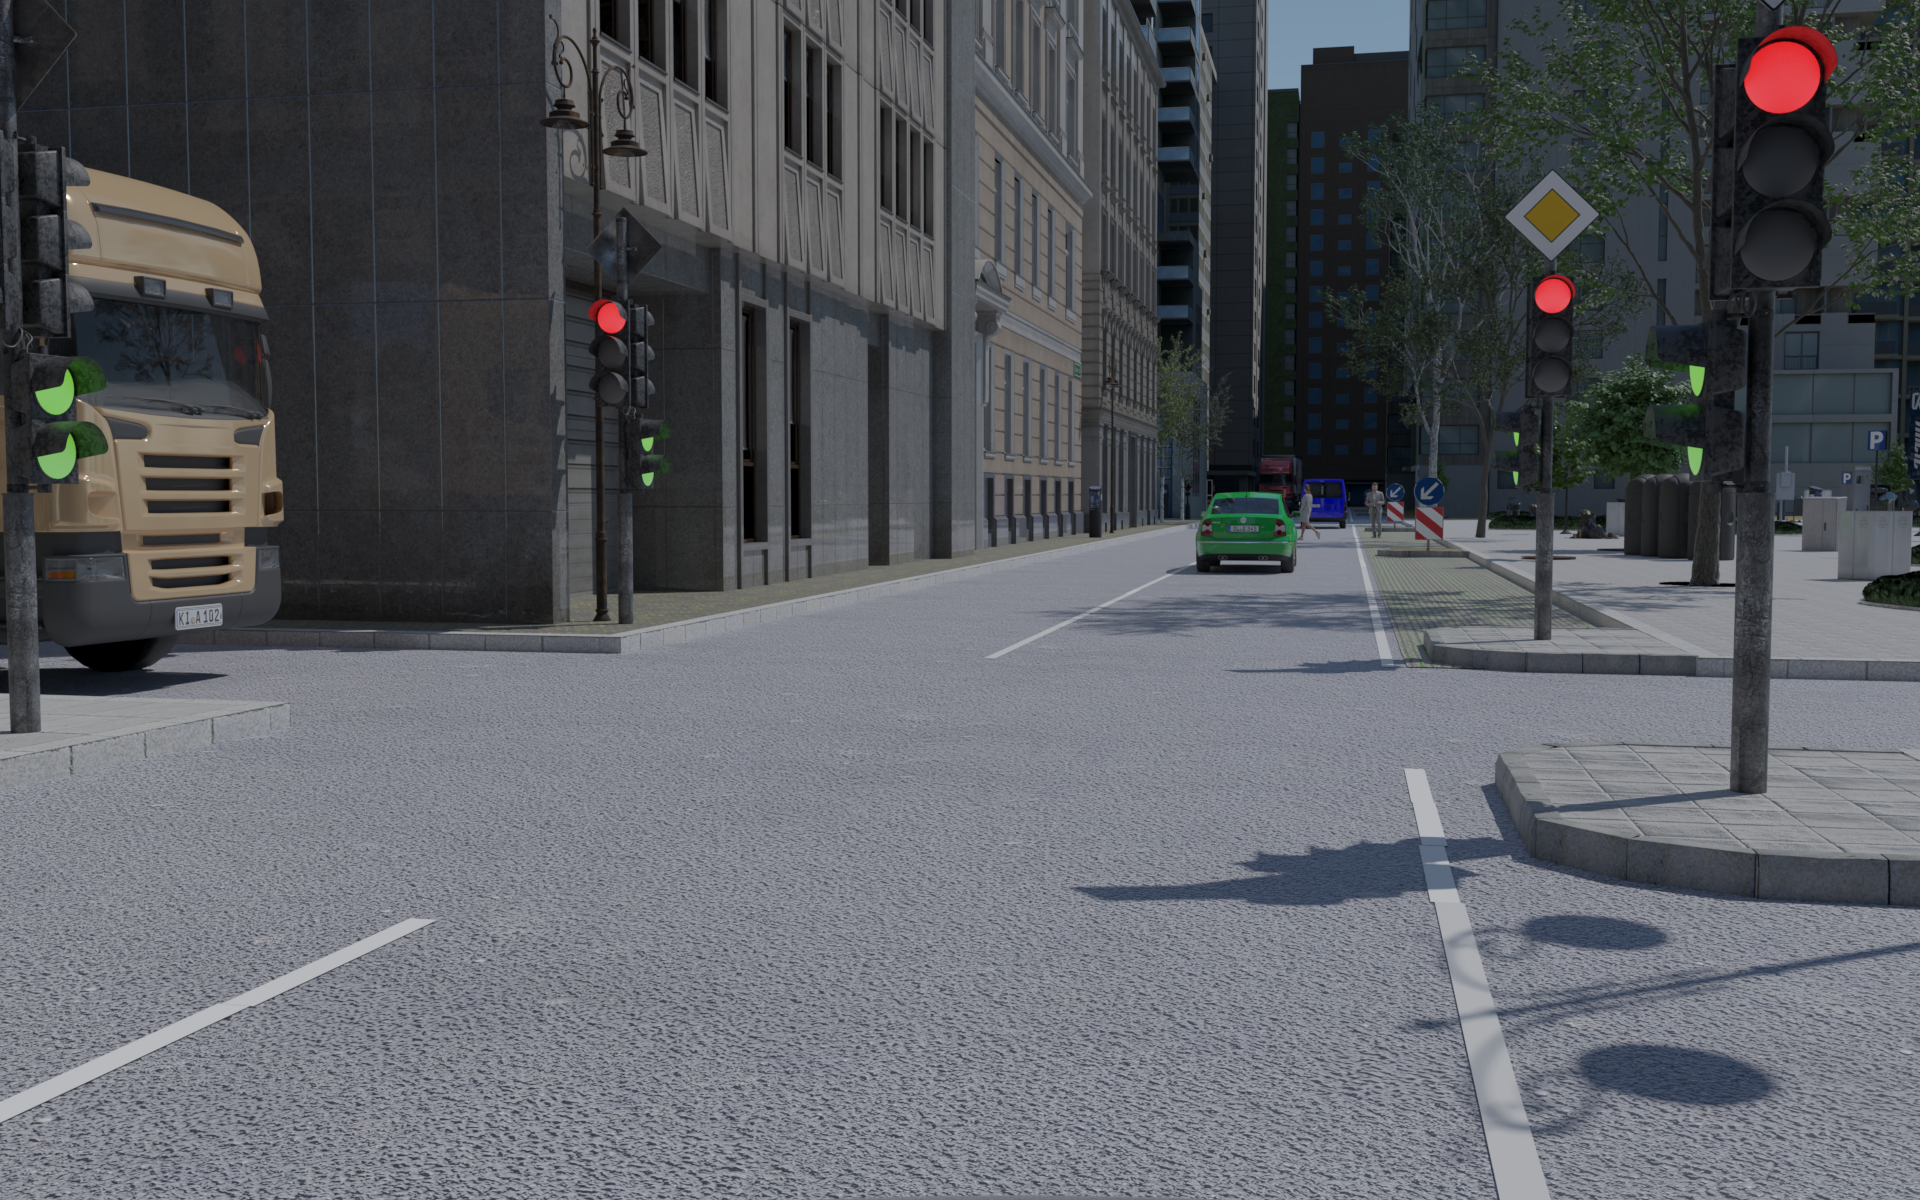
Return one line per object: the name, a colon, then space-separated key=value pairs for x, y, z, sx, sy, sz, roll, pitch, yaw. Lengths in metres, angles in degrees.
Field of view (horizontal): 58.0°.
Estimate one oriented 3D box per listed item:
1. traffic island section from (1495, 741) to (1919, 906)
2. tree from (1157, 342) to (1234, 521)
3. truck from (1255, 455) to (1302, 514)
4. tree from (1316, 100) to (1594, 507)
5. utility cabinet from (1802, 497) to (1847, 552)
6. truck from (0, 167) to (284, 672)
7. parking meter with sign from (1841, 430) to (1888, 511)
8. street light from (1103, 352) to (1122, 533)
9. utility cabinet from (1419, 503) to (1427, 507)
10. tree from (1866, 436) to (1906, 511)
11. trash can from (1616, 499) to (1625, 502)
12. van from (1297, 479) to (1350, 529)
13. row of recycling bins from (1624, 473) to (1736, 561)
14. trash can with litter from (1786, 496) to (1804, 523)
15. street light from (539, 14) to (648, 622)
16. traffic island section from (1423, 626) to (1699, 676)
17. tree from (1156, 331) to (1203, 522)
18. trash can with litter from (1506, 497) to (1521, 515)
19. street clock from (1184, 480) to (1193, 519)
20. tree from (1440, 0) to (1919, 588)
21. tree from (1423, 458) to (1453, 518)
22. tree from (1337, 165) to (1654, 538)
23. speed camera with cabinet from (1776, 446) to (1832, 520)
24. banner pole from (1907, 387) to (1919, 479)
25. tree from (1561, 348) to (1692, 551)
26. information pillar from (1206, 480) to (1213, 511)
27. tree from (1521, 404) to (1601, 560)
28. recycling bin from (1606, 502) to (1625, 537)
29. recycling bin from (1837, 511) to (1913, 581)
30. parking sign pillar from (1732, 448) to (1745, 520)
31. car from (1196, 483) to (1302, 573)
traffic island section: x=3.424 y=0.906 z=7.474 sx=2.009 sy=0.180 sz=2.903 roll=1 pitch=4 yaw=12
tree: x=11.008 y=-8.151 z=83.636 sx=4.360 sy=8.622 sz=3.978 roll=0 pitch=3 yaw=0
truck: x=23.233 y=-8.362 z=125.639 sx=2.839 sy=4.237 sz=11.283 roll=1 pitch=4 yaw=14
tree: x=23.128 y=-13.795 z=81.445 sx=12.611 sy=20.169 sz=13.585 roll=0 pitch=3 yaw=0
utility cabinet: x=19.471 y=-1.705 z=39.047 sx=0.306 sy=1.237 sz=1.020 roll=-1 pitch=4 yaw=-16
truck: x=-10.398 y=-1.525 z=13.853 sx=11.283 sy=4.237 sz=2.839 roll=1 pitch=4 yaw=14
parking meter with sign: x=24.312 y=-3.108 z=47.076 sx=1.738 sy=3.016 sz=0.543 roll=-1 pitch=4 yaw=-23
street light: x=4.969 y=-5.121 z=56.512 sx=0.468 sy=5.910 sz=1.993 roll=1 pitch=4 yaw=12
utility cabinet: x=19.663 y=-3.967 z=73.547 sx=0.318 sy=1.500 sz=1.173 roll=1 pitch=4 yaw=13
tree: x=31.009 y=-3.836 z=57.322 sx=1.663 sy=3.219 sz=1.824 roll=0 pitch=3 yaw=0
trash can: x=20.686 y=-2.568 z=53.632 sx=0.748 sy=1.137 sz=0.748 roll=0 pitch=3 yaw=0
van: x=15.405 y=-4.221 z=73.395 sx=2.240 sy=2.365 sz=5.245 roll=1 pitch=4 yaw=12
row of recycling bins: x=14.474 y=-1.705 z=34.987 sx=1.069 sy=1.692 sz=3.534 roll=0 pitch=4 yaw=-4
trash can with litter: x=37.894 y=-4.064 z=77.507 sx=1.678 sy=1.210 sz=2.233 roll=-2 pitch=4 yaw=-35
street light: x=-3.620 y=-2.725 z=17.336 sx=0.468 sy=5.910 sz=1.993 roll=1 pitch=4 yaw=12
traffic island section: x=5.158 y=0.429 z=15.270 sx=2.009 sy=0.180 sz=2.903 roll=1 pitch=4 yaw=12
tree: x=8.969 y=-7.821 z=78.240 sx=4.737 sy=8.622 sz=4.395 roll=0 pitch=3 yaw=0
trash can with litter: x=22.882 y=-3.658 z=71.203 sx=0.624 sy=1.170 sz=1.055 roll=0 pitch=4 yaw=-4
street clock: x=11.510 y=-5.077 z=87.587 sx=0.471 sy=2.002 sz=0.358 roll=-2 pitch=4 yaw=-34
tree: x=10.400 y=-5.989 z=23.670 sx=9.928 sy=11.665 sz=9.643 roll=0 pitch=3 yaw=0
tree: x=25.604 y=-5.989 z=92.525 sx=1.663 sy=3.219 sz=1.824 roll=0 pitch=3 yaw=0
tree: x=15.243 y=-7.077 z=50.127 sx=8.767 sy=10.594 sz=7.601 roll=0 pitch=4 yaw=0
speed camera with cabinet: x=34.871 y=-4.724 z=71.580 sx=2.038 sy=3.252 sz=0.660 roll=1 pitch=4 yaw=23
banner pole: x=19.849 y=-2.785 z=35.557 sx=0.863 sy=3.779 sz=0.401 roll=0 pitch=4 yaw=-1
tree: x=15.289 y=-3.389 z=39.119 sx=4.285 sy=4.588 sz=4.351 roll=0 pitch=3 yaw=0
information pillar: x=12.810 y=-5.168 z=88.991 sx=0.304 sy=2.012 sz=0.304 roll=0 pitch=4 yaw=6
tree: x=11.476 y=-2.410 z=33.999 sx=1.663 sy=3.219 sz=1.824 roll=0 pitch=3 yaw=0
recycling bin: x=20.047 y=-2.444 z=52.514 sx=0.722 sy=1.027 sz=0.722 roll=2 pitch=4 yaw=32
recycling bin: x=13.702 y=-0.819 z=25.948 sx=0.722 sy=1.027 sz=0.722 roll=-1 pitch=4 yaw=-13
parking sign pillar: x=27.363 y=-4.462 z=61.426 sx=1.447 sy=3.967 sz=1.447 roll=-1 pitch=4 yaw=-23
car: x=5.520 y=-1.484 z=33.057 sx=1.959 sy=1.807 sz=4.718 roll=1 pitch=4 yaw=12
